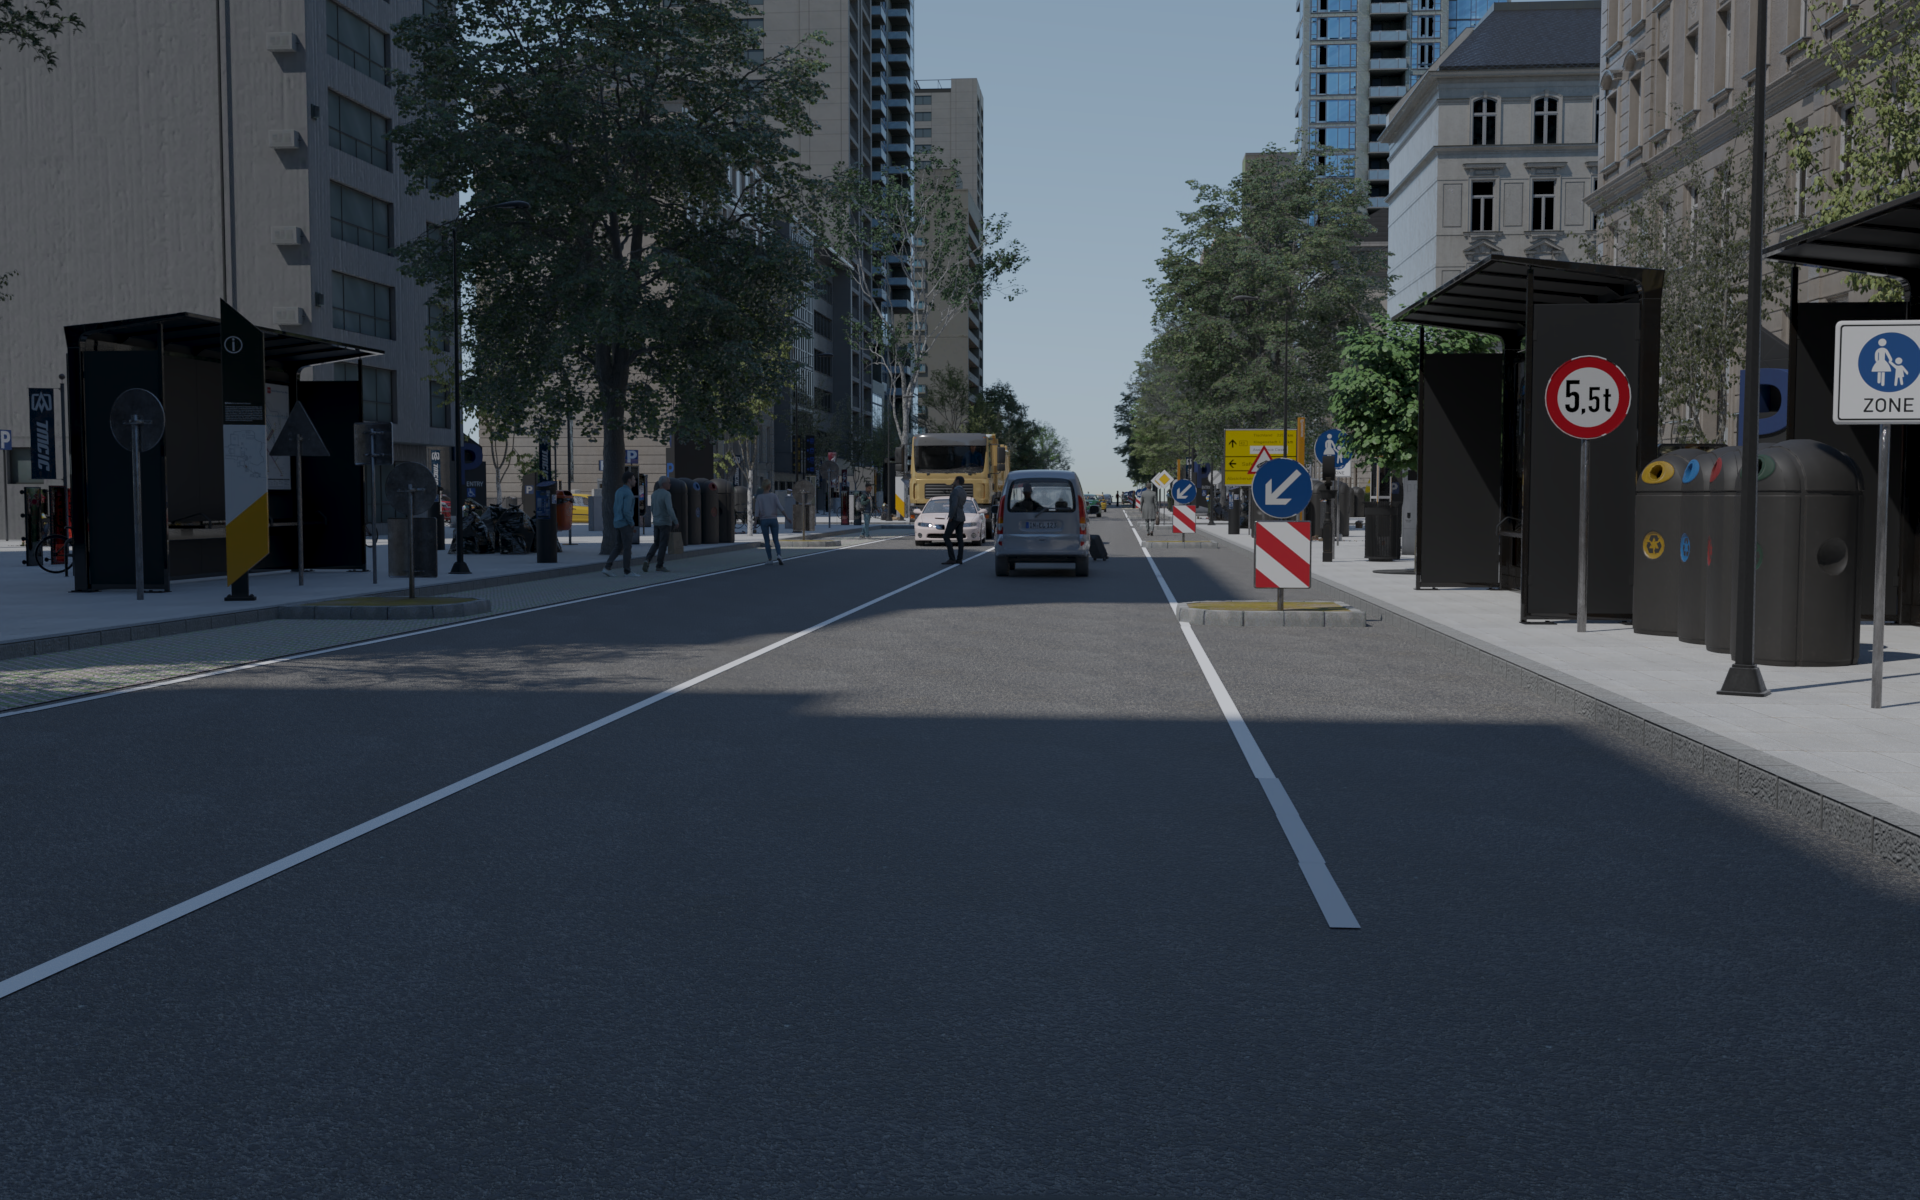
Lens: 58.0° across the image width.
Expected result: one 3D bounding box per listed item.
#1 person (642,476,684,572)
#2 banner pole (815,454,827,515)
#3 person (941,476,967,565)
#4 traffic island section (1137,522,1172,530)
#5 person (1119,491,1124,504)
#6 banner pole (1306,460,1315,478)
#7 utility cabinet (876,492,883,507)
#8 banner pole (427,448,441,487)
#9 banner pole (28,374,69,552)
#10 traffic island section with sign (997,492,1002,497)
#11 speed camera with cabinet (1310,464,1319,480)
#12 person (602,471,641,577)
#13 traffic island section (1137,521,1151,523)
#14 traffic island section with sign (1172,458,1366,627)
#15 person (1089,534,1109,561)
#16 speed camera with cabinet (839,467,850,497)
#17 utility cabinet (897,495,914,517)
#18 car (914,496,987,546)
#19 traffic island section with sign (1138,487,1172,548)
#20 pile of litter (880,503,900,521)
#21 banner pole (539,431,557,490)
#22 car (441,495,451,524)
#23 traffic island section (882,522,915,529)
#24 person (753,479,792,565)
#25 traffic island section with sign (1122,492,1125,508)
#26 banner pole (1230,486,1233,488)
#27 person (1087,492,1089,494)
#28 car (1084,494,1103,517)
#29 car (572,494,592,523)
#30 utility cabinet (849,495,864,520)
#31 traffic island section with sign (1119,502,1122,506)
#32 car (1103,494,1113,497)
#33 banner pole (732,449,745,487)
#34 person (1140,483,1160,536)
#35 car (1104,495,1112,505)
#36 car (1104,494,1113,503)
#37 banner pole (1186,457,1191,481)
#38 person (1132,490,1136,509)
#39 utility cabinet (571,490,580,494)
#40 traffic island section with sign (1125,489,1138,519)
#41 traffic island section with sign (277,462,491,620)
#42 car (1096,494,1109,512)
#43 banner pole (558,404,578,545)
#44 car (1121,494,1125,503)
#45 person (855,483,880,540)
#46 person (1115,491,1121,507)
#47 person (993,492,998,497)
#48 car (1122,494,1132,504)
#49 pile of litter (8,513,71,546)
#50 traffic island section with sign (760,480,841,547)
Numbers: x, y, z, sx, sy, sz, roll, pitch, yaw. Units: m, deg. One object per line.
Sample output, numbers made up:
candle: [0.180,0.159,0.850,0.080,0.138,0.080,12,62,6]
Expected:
person: [-5.394,-1.376,31.490,0.782,1.767,0.515,3,5,43]
banner pole: [-8.684,-7.190,107.571,0.863,3.779,0.401,0,4,-3]
person: [-0.110,-1.630,35.334,0.473,1.802,0.592,3,5,41]
traffic island section: [8.400,-2.986,71.106,2.009,0.180,2.903,0,4,5]
person: [23.039,-14.503,245.621,0.705,1.824,1.348,3,5,43]
banner pole: [24.611,-8.042,121.497,0.863,3.779,0.401,0,4,7]
utility cabinet: [-7.008,-8.798,152.530,0.318,1.500,1.173,2,4,28]
banner pole: [-26.276,-5.892,86.355,0.863,3.779,0.401,0,4,4]
banner pole: [-18.875,-2.813,36.013,0.863,3.779,0.401,-1,4,-21]
traffic island section with sign: [3.048,-7.393,129.495,1.989,1.847,2.006,0,4,5]
speed camera with cabinet: [19.628,-6.459,99.947,2.038,3.252,0.660,-1,4,-9]
person: [-5.846,-1.304,29.834,0.620,1.820,0.660,-3,4,-38]
traffic island section: [9.112,-3.473,79.059,2.009,0.180,2.903,0,4,5]
traffic island section with sign: [3.477,-0.676,19.679,1.989,1.847,2.006,0,4,5]
person: [2.535,-1.715,36.762,1.509,1.804,0.699,-2,4,-33]
speed camera with cabinet: [-8.312,-8.261,129.407,0.660,3.252,2.038,2,4,24]
utility cabinet: [-3.009,-5.230,96.677,1.020,1.237,0.306,-1,4,-10]
car: [-0.242,-2.265,49.392,2.083,1.381,4.827,0,4,3]
traffic island section with sign: [5.878,-2.318,46.527,1.989,1.847,2.006,0,4,5]
pile of litter: [-3.374,-4.323,84.649,1.176,0.858,1.719,1,4,12]
banner pole: [-14.087,-4.246,59.445,0.863,3.779,0.401,1,4,15]
car: [-24.772,-4.195,77.635,4.494,1.783,2.155,0,4,6]
traffic island section: [-2.099,-3.044,72.046,2.009,0.180,2.903,0,4,5]
person: [-3.748,-1.581,35.015,0.731,1.740,0.598,-2,4,-28]
traffic island section with sign: [13.157,-7.289,127.797,1.989,1.847,2.006,0,4,5]
banner pole: [18.875,-8.053,121.689,0.401,3.779,0.863,-3,4,-38]
person: [17.188,-13.554,230.628,0.721,1.766,1.217,-1,4,-20]
car: [7.833,-5.850,107.437,2.131,1.459,4.920,0,4,3]
car: [-16.679,-4.116,77.512,3.980,1.641,2.015,0,4,7]
utility cabinet: [-4.976,-4.541,85.402,1.020,1.237,0.306,0,4,5]
traffic island section with sign: [17.710,-10.405,178.747,1.989,1.847,2.006,0,4,5]
car: [25.577,-17.861,301.067,2.155,1.783,4.494,0,4,5]
banner pole: [-12.352,-6.550,97.108,0.863,3.779,0.401,-1,4,-9]
person: [6.540,-3.113,59.499,0.694,1.812,0.767,1,4,18]
car: [18.582,-12.936,223.859,2.083,1.381,4.827,0,4,3]
car: [24.810,-17.211,291.618,2.015,1.641,3.980,0,4,6]
banner pole: [13.734,-6.870,102.345,0.863,3.779,0.401,1,4,16]
person: [17.123,-9.884,170.234,0.705,1.807,1.348,-1,4,-12]
utility cabinet: [-19.405,-4.794,87.058,0.318,1.500,1.173,-2,4,-30]
traffic island section with sign: [10.747,-5.645,100.926,1.989,1.847,2.006,0,4,5]
traffic island section with sign: [-6.707,-0.729,20.554,1.989,1.847,2.006,0,4,5]
car: [10.775,-7.769,137.240,2.015,1.641,3.980,0,4,5]
banner pole: [-9.828,-3.286,43.741,0.401,3.779,0.863,0,4,-2]
car: [26.593,-16.283,276.014,2.009,1.686,4.222,0,4,6]
person: [-2.896,-2.767,54.095,0.721,1.781,0.623,1,4,8]
person: [17.923,-11.503,196.544,0.705,1.831,1.348,-1,4,-22]
person: [1.465,-3.419,64.611,0.699,1.804,1.509,-2,4,-32]
car: [23.511,-14.165,241.388,2.009,1.686,4.222,0,4,5]
pile of litter: [-22.627,-1.767,42.851,1.719,0.858,1.176,1,4,16]
traffic island section with sign: [-4.305,-2.372,47.403,1.989,1.847,2.006,0,4,5]
